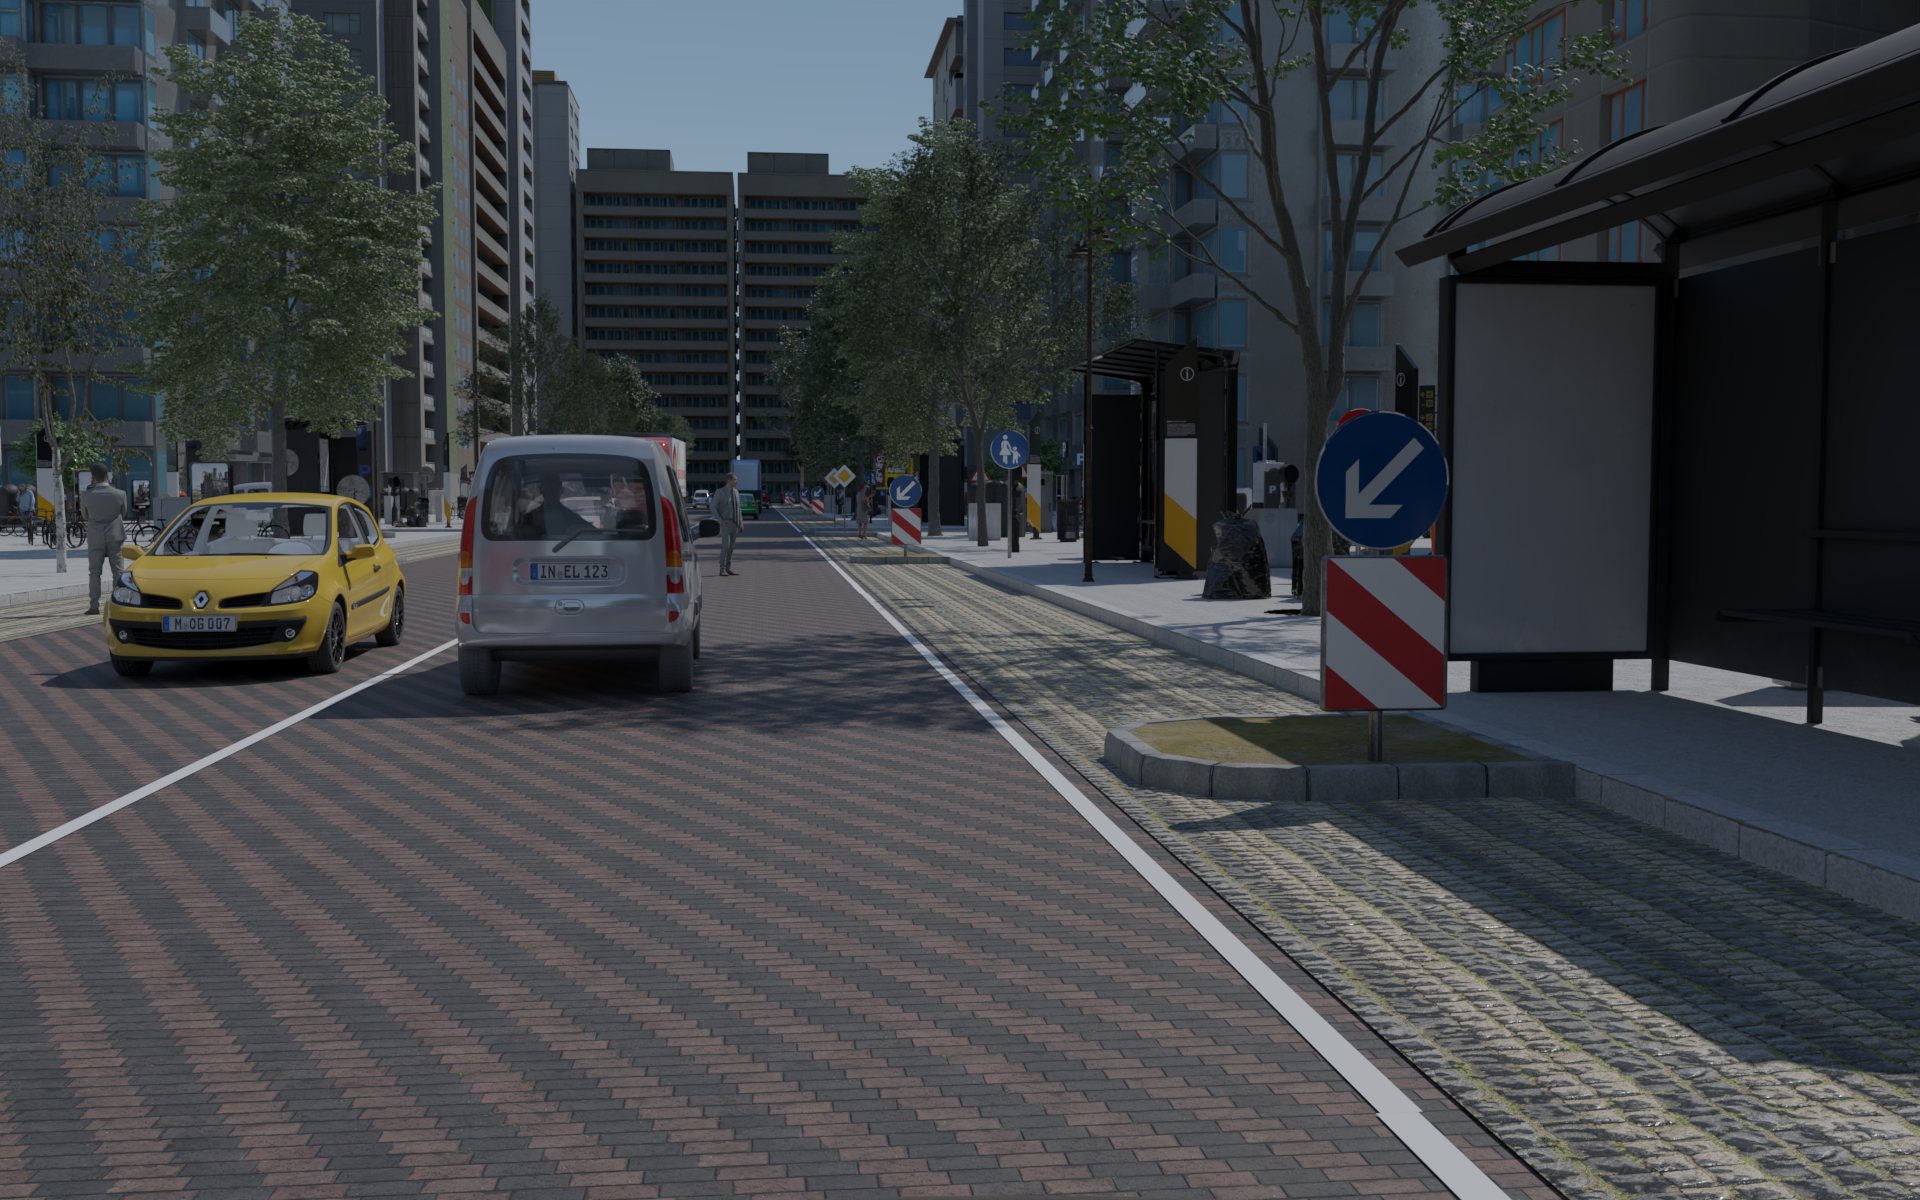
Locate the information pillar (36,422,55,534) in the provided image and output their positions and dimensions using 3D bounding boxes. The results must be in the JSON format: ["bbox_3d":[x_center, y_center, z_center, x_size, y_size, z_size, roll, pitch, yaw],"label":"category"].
[{"bbox_3d":[-29.519,-3.949,55.925,0.504,3.616,0.183,-3,4,-38],"label":"information pillar"}]

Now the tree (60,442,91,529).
[{"bbox_3d":[-33.328,-4.291,64.759,1.663,3.219,1.824,0,3,0],"label":"tree"}]

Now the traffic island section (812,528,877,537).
[{"bbox_3d":[-3.882,-2.223,58.627,2.009,0.180,2.903,0,4,-7],"label":"traffic island section"}]

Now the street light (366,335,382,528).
[{"bbox_3d":[-16.159,-4.590,47.839,0.468,5.910,1.993,0,4,-7],"label":"street light"}]

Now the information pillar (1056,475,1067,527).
[{"bbox_3d":[3.953,-3.843,67.329,0.304,2.012,0.304,-3,5,-42],"label":"information pillar"}]

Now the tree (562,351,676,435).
[{"bbox_3d":[-27.581,-13.615,139.619,9.611,12.733,9.660,0,3,0],"label":"tree"}]

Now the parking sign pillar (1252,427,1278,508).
[{"bbox_3d":[12.242,-4.955,69.482,1.447,3.967,1.447,-1,4,-20],"label":"parking sign pillar"}]

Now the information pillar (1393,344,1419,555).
[{"bbox_3d":[6.909,-2.173,26.890,0.183,3.616,0.504,-1,4,-22],"label":"information pillar"}]

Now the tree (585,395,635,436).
[{"bbox_3d":[-25.233,-10.586,123.446,4.360,8.622,3.978,0,3,0],"label":"tree"}]

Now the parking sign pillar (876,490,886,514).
[{"bbox_3d":[-5.038,-7.674,113.935,1.447,3.967,1.447,1,4,20],"label":"parking sign pillar"}]

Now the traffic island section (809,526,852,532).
[{"bbox_3d":[-4.794,-2.708,66.560,2.009,0.180,2.903,0,4,-7],"label":"traffic island section"}]

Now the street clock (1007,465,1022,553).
[{"bbox_3d":[1.196,-2.043,37.978,0.358,2.002,0.471,-1,4,-14],"label":"street clock"}]

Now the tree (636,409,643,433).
[{"bbox_3d":[-23.203,-10.561,107.078,8.767,10.594,7.601,2,4,24],"label":"tree"}]

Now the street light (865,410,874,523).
[{"bbox_3d":[-3.925,-6.307,75.900,0.468,5.910,1.993,0,4,-7],"label":"street light"}]

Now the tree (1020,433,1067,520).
[{"bbox_3d":[3.659,-6.225,85.486,4.285,4.588,4.351,0,3,0],"label":"tree"}]

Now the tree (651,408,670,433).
[{"bbox_3d":[-35.672,-17.410,210.416,9.928,11.665,9.643,0,3,0],"label":"tree"}]

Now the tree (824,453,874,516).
[{"bbox_3d":[-6.334,-7.229,101.900,4.285,4.588,4.351,0,3,0],"label":"tree"}]

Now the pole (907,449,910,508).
[{"bbox_3d":[-2.339,-5.141,77.897,0.158,3.312,0.155,0,3,0],"label":"pole"}]

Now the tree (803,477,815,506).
[{"bbox_3d":[-16.292,-11.783,187.253,1.663,3.219,1.824,0,3,0],"label":"tree"}]

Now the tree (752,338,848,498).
[{"bbox_3d":[-18.258,-21.371,205.297,12.611,20.169,13.585,0,3,0],"label":"tree"}]

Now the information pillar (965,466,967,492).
[{"bbox_3d":[0.255,-8.171,124.953,0.504,3.616,0.183,0,4,6],"label":"information pillar"}]

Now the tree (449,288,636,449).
[{"bbox_3d":[-19.457,-8.781,77.984,7.601,10.594,8.767,0,4,1],"label":"tree"}]

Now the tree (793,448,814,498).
[{"bbox_3d":[-15.932,-14.245,183.266,4.737,8.622,4.395,0,3,0],"label":"tree"}]

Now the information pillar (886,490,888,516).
[{"bbox_3d":[-4.055,-5.839,99.960,0.304,2.012,0.304,2,4,33],"label":"information pillar"}]

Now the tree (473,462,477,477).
[{"bbox_3d":[-34.840,-8.909,129.374,4.285,4.588,4.351,0,3,0],"label":"tree"}]

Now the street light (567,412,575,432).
[{"bbox_3d":[-21.892,-7.634,97.596,0.468,5.910,1.993,0,4,-7],"label":"street light"}]

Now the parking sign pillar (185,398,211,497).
[{"bbox_3d":[-21.168,-3.651,48.170,1.447,3.967,1.447,-1,4,-13],"label":"parking sign pillar"}]

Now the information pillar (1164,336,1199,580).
[{"bbox_3d":[3.319,-2.112,25.889,0.504,3.616,0.183,1,4,15],"label":"information pillar"}]

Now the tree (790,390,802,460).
[{"bbox_3d":[-8.798,-12.780,127.083,7.486,12.596,7.792,0,3,0],"label":"tree"}]

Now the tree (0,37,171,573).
[{"bbox_3d":[-14.643,-4.737,27.805,4.360,8.622,3.978,0,3,0],"label":"tree"}]

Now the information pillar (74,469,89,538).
[{"bbox_3d":[-25.626,-2.818,50.560,0.304,2.012,0.304,3,5,40],"label":"information pillar"}]

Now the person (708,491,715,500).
[{"bbox_3d":[-24.626,-10.041,173.394,1.217,1.735,0.721,-2,4,-28],"label":"person"}]

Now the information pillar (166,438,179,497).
[{"bbox_3d":[-29.717,-4.530,65.416,0.504,3.616,0.183,1,4,19],"label":"information pillar"}]

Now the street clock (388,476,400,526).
[{"bbox_3d":[-22.541,-3.942,69.022,0.358,2.002,0.471,1,4,18],"label":"street clock"}]

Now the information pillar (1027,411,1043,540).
[{"bbox_3d":[2.088,-3.504,48.642,0.504,3.616,0.183,-3,5,-45],"label":"information pillar"}]

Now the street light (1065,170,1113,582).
[{"bbox_3d":[1.879,-3.204,25.166,0.468,5.910,1.993,0,4,-7],"label":"street light"}]

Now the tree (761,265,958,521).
[{"bbox_3d":[-4.869,-10.227,84.217,9.611,12.733,9.660,0,3,0],"label":"tree"}]

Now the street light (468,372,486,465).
[{"bbox_3d":[-18.217,-5.662,65.361,0.468,5.910,1.993,0,4,-7],"label":"street light"}]

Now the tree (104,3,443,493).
[{"bbox_3d":[-15.690,-7.496,40.682,7.486,12.596,7.792,0,3,0],"label":"tree"}]

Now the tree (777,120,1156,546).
[{"bbox_3d":[0.625,-6.617,42.604,8.767,10.594,7.601,0,4,6],"label":"tree"}]

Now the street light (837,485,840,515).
[{"bbox_3d":[-7.585,-8.278,108.137,0.468,5.910,1.993,0,4,-7],"label":"street light"}]

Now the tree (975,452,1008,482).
[{"bbox_3d":[1.209,-5.045,77.089,1.663,3.219,1.824,0,3,0],"label":"tree"}]

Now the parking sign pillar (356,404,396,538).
[{"bbox_3d":[-17.211,-3.788,50.403,1.447,3.967,1.447,-1,4,-10],"label":"parking sign pillar"}]

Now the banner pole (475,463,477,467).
[{"bbox_3d":[-38.241,-9.034,137.729,0.401,3.779,0.863,3,5,40],"label":"banner pole"}]

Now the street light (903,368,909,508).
[{"bbox_3d":[-1.816,-5.235,58.384,0.468,5.910,1.993,0,4,-7],"label":"street light"}]

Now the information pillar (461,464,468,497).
[{"bbox_3d":[-38.211,-8.696,133.539,0.504,3.616,0.183,-1,4,-12],"label":"information pillar"}]

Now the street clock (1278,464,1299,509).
[{"bbox_3d":[8.031,-2.313,42.387,0.471,2.002,0.358,-2,4,-28],"label":"street clock"}]

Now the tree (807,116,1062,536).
[{"bbox_3d":[-0.652,-8.201,52.208,7.486,12.596,7.792,0,3,0],"label":"tree"}]

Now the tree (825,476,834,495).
[{"bbox_3d":[-10.050,-11.290,134.959,4.360,8.622,3.978,0,3,0],"label":"tree"}]

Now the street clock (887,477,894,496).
[{"bbox_3d":[-2.965,-4.272,74.410,0.358,2.002,0.471,1,4,15],"label":"street clock"}]

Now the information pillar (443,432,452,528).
[{"bbox_3d":[-19.520,-4.559,65.887,0.183,3.616,0.504,-2,4,-35],"label":"information pillar"}]

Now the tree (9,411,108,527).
[{"bbox_3d":[-35.386,-5.159,68.055,4.285,4.588,4.351,0,3,0],"label":"tree"}]

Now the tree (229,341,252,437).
[{"bbox_3d":[-33.655,-7.749,77.056,4.360,8.622,3.978,0,3,0],"label":"tree"}]

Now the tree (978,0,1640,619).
[{"bbox_3d":[3.827,-5.652,18.168,9.928,11.665,9.643,0,3,0],"label":"tree"}]

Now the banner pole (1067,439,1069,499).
[{"bbox_3d":[4.930,-5.434,78.870,0.401,3.779,0.863,1,4,8],"label":"banner pole"}]
